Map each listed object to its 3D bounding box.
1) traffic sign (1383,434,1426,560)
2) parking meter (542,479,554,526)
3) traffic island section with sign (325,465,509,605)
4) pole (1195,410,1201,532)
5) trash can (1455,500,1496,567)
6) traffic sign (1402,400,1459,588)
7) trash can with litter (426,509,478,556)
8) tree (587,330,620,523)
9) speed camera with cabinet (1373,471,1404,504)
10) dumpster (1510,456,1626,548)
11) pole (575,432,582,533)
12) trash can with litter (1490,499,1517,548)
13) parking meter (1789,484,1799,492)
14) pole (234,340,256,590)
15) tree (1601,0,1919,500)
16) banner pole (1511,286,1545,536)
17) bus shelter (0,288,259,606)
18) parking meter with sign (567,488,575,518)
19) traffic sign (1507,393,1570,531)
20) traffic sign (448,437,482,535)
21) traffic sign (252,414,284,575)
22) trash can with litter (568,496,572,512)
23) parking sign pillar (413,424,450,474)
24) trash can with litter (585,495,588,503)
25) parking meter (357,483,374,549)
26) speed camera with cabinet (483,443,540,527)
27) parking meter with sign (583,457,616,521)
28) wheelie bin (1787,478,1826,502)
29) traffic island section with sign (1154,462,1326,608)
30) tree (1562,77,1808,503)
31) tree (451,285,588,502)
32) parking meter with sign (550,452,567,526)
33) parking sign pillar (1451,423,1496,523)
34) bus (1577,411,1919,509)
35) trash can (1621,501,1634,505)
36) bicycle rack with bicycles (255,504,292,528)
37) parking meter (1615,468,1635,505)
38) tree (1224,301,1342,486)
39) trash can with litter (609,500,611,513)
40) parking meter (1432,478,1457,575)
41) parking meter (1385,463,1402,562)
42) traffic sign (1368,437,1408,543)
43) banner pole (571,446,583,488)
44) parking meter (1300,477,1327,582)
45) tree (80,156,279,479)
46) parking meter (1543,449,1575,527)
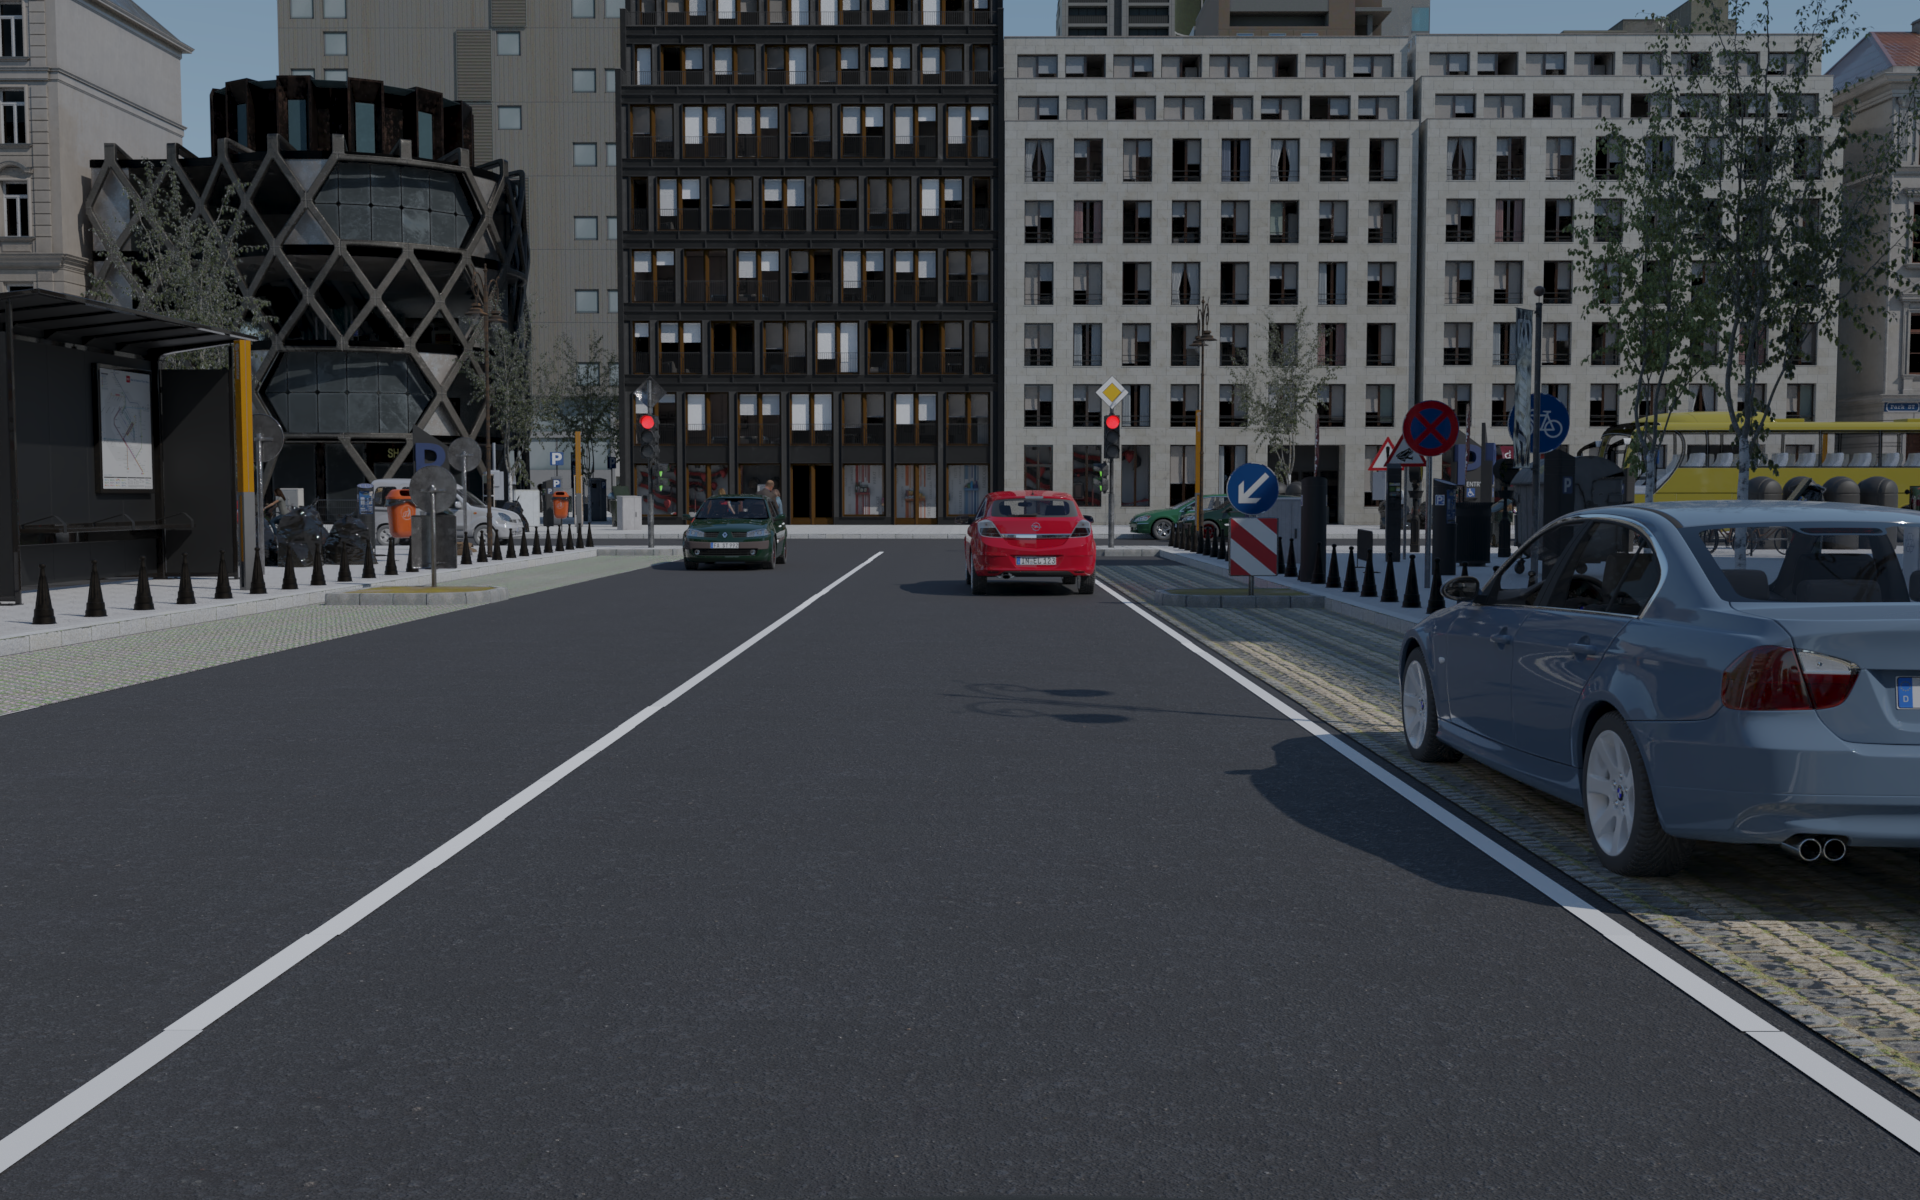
[{"bbox_3d":[8.705,-2.071,33.861,0.884,2.594,0.081,0,4,1],"label":"traffic sign"},{"bbox_3d":[-16.364,-3.858,68.782,0.255,1.863,0.399,3,5,42],"label":"parking meter"},{"bbox_3d":[-7.147,-0.886,23.109,1.989,1.847,2.006,0,4,0],"label":"traffic island section with sign"},{"bbox_3d":[5.815,-2.955,42.164,0.158,3.312,0.155,0,3,0],"label":"pole"},{"bbox_3d":[9.110,-1.168,30.757,0.748,1.137,0.748,0,3,0],"label":"trash can"},{"bbox_3d":[6.376,-1.434,23.555,0.768,2.556,0.104,0,4,2],"label":"traffic sign"},{"bbox_3d":[-10.651,-1.521,36.262,1.055,1.170,0.624,0,4,2],"label":"trash can with litter"},{"bbox_3d":[-16.727,-7.737,76.864,4.360,8.622,3.978,0,3,0],"label":"tree"},{"bbox_3d":[17.075,-4.561,68.904,0.660,3.252,2.038,3,4,36],"label":"speed camera with cabinet"},{"bbox_3d":[9.467,-1.298,26.977,1.264,1.857,1.865,0,3,0],"label":"dumpster"},{"bbox_3d":[-12.470,-3.839,56.617,0.158,3.312,0.155,0,3,0],"label":"pole"},{"bbox_3d":[12.730,-1.834,41.377,1.055,1.170,0.624,-1,4,-19],"label":"trash can with litter"},{"bbox_3d":[17.093,-1.646,35.331,0.372,1.533,0.369,0,3,0],"label":"parking meter"},{"bbox_3d":[-9.515,-1.787,23.054,0.158,3.312,0.155,0,3,0],"label":"pole"},{"bbox_3d":[10.743,-4.445,23.035,4.360,8.622,3.978,0,3,0],"label":"tree"},{"bbox_3d":[6.806,-1.880,20.756,0.401,3.779,0.863,3,5,42],"label":"banner pole"},{"bbox_3d":[-11.349,-1.935,22.913,1.731,3.624,6.357,0,4,0],"label":"bus shelter"},{"bbox_3d":[-20.913,-6.027,94.797,1.738,3.016,0.543,-1,4,-18],"label":"parking meter with sign"},{"bbox_3d":[7.288,-1.333,21.902,0.768,2.556,0.104,0,4,4],"label":"traffic sign"},{"bbox_3d":[-11.110,-2.369,38.847,0.768,2.556,0.104,0,4,1],"label":"traffic sign"},{"bbox_3d":[-11.089,-1.672,27.444,0.768,2.556,0.104,0,4,3],"label":"traffic sign"},{"bbox_3d":[-27.722,-6.800,122.559,0.624,1.170,1.055,-1,4,-14],"label":"trash can with litter"},{"bbox_3d":[-20.180,-4.750,66.140,1.447,3.967,1.447,-1,4,-21],"label":"parking sign pillar"},{"bbox_3d":[-24.485,-6.329,114.540,2.233,1.210,1.678,1,4,13],"label":"trash can with litter"},{"bbox_3d":[-13.871,-1.959,40.449,0.372,1.533,0.369,0,3,0],"label":"parking meter"},{"bbox_3d":[-17.504,-4.480,67.589,2.038,3.252,0.660,-2,4,-26],"label":"speed camera with cabinet"},{"bbox_3d":[-17.010,-5.214,81.502,1.738,3.016,0.543,2,4,30],"label":"parking meter with sign"},{"bbox_3d":[16.563,-1.591,33.914,0.693,1.594,0.980,1,4,15],"label":"wheelie bin"},{"bbox_3d":[3.577,-0.851,22.538,1.989,1.847,2.006,0,4,0],"label":"traffic island section with sign"},{"bbox_3d":[12.887,-4.973,31.665,4.737,8.622,4.395,0,3,0],"label":"tree"},{"bbox_3d":[-15.916,-6.832,62.069,4.360,8.622,3.978,0,3,0],"label":"tree"},{"bbox_3d":[-16.587,-4.581,71.156,0.543,3.016,1.738,-1,4,-10],"label":"parking meter with sign"},{"bbox_3d":[19.885,-4.847,67.723,1.447,3.967,1.447,-1,4,-11],"label":"parking sign pillar"},{"bbox_3d":[25.219,-3.712,52.233,12.252,3.916,2.896,0,4,2],"label":"bus"},{"bbox_3d":[13.163,-1.421,34.893,0.748,1.137,0.748,0,3,0],"label":"trash can"},{"bbox_3d":[-25.897,-3.100,64.071,2.925,0.926,2.852,2,4,31],"label":"bicycle rack with bicycles"},{"bbox_3d":[14.763,-2.005,38.491,0.255,1.863,0.399,-1,4,-20],"label":"parking meter"},{"bbox_3d":[12.221,-7.040,65.474,4.360,8.622,3.978,0,3,0],"label":"tree"},{"bbox_3d":[-22.627,-6.261,113.752,0.624,1.170,1.055,-2,4,-33],"label":"trash can with litter"},{"bbox_3d":[7.669,-1.162,27.413,0.372,1.533,0.369,0,3,0],"label":"parking meter"},{"bbox_3d":[8.201,-1.655,32.763,0.255,1.863,0.399,1,4,9],"label":"parking meter"},{"bbox_3d":[9.684,-2.402,39.278,0.884,2.594,0.081,0,4,5],"label":"traffic sign"},{"bbox_3d":[-19.994,-6.157,90.688,0.863,3.779,0.401,1,4,9],"label":"banner pole"},{"bbox_3d":[5.163,-1.032,25.285,0.372,1.533,0.369,0,3,0],"label":"parking meter"},{"bbox_3d":[-16.864,-5.352,37.875,4.360,8.622,3.978,0,3,0],"label":"tree"},{"bbox_3d":[7.895,-1.047,22.837,0.399,1.863,0.255,-3,4,-38],"label":"parking meter"}]
